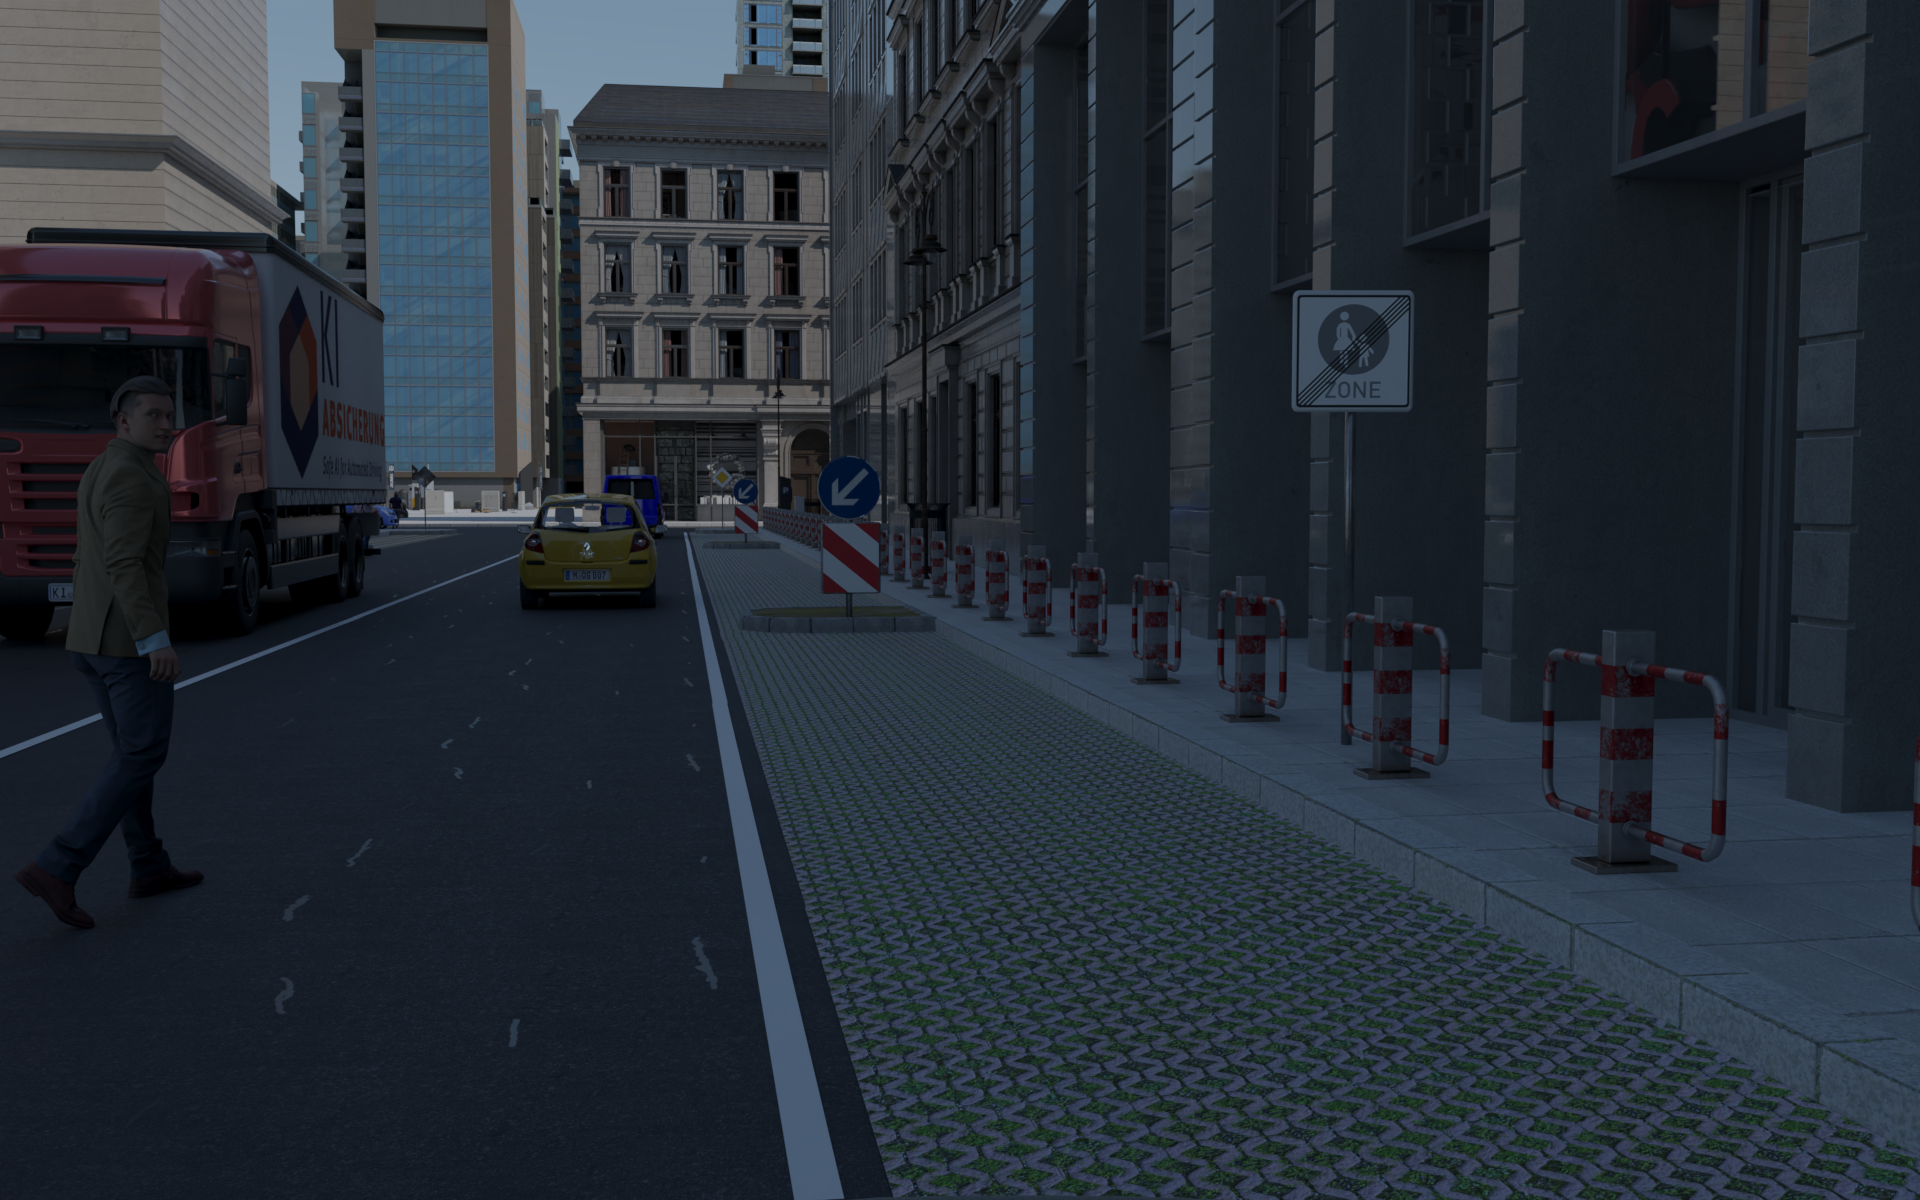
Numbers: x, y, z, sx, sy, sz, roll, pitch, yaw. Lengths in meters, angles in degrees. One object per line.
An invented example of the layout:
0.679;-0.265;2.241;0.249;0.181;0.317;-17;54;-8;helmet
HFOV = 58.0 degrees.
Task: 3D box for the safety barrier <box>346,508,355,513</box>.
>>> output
-19.857;-2.605;56.861;0.300;0.817;1.120;-1;4;-9;safety barrier

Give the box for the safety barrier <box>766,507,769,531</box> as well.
-6.274;-2.696;58.358;0.300;0.817;1.120;-1;4;-9;safety barrier

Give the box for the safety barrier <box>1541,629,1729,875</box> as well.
2.276;0.511;5.915;0.300;0.817;1.120;-1;4;-9;safety barrier

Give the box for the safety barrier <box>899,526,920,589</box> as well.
-0.575;-0.558;23.399;0.300;0.817;1.120;-1;4;-9;safety barrier

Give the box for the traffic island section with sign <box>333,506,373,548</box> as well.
-15.683;-2.100;42.967;1.989;1.847;2.006;-1;4;-9;traffic island section with sign

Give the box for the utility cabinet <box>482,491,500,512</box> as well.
-33.070;-6.931;121.997;1.173;1.500;0.318;0;4;-4;utility cabinet

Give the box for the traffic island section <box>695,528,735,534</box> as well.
-8.673;-2.517;63.436;2.009;0.180;2.903;-1;4;-9;traffic island section

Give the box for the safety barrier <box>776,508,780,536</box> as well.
-5.329;-2.340;52.539;0.300;0.817;1.120;-1;4;-9;safety barrier

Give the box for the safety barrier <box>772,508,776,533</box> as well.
-5.647;-2.459;54.485;0.300;0.817;1.120;-1;4;-9;safety barrier

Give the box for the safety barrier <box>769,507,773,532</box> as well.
-5.962;-2.578;56.421;0.300;0.817;1.120;-1;4;-9;safety barrier

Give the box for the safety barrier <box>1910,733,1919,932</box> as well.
2.592;0.630;3.979;0.300;0.817;1.120;-1;4;-9;safety barrier

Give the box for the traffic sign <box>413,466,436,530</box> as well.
-19.056;-3.550;61.692;0.795;2.450;0.064;-1;4;-9;traffic sign

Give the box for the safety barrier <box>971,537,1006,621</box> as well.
0.375;-0.201;17.567;0.300;0.817;1.120;-1;4;-9;safety barrier

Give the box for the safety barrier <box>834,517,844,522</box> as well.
-2.159;-1.152;33.111;0.300;0.817;1.120;-1;4;-9;safety barrier

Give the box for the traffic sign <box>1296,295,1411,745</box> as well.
1.977;-0.408;8.798;0.606;2.300;0.079;0;4;0;traffic sign

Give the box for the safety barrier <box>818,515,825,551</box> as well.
-2.790;-1.389;36.993;0.300;0.817;1.120;-1;4;-9;safety barrier

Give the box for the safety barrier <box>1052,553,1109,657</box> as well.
1.011;0.036;13.682;0.300;0.817;1.120;-1;4;-9;safety barrier

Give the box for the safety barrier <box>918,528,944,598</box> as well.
-0.264;-0.439;21.459;0.300;0.817;1.120;-1;4;-9;safety barrier

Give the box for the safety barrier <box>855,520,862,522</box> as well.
-1.525;-0.914;29.227;0.300;0.817;1.120;-1;4;-9;safety barrier

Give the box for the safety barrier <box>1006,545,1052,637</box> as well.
0.693;-0.082;15.617;0.300;0.817;1.120;-1;4;-9;safety barrier

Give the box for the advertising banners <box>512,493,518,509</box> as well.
-36.347;-9.015;143.575;2.074;3.025;0.090;2;4;33;advertising banners

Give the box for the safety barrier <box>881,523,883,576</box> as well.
-1.207;-0.796;27.291;0.300;0.817;1.120;-1;4;-9;safety barrier

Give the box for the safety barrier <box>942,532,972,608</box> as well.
0.055;-0.321;19.522;0.300;0.817;1.120;-1;4;-9;safety barrier

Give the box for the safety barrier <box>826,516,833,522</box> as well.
-2.476;-1.271;35.056;0.300;0.817;1.120;-1;4;-9;safety barrier

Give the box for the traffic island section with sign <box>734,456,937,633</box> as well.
-1.370;-0.615;18.689;1.989;1.847;2.006;-1;4;-9;traffic island section with sign

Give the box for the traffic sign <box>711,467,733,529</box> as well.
-8.695;-3.652;63.355;0.795;2.450;0.064;-1;4;-9;traffic sign

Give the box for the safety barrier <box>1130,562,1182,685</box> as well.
1.324;0.155;11.734;0.300;0.817;1.120;-1;4;-9;safety barrier

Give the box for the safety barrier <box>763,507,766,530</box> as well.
-6.591;-2.815;60.294;0.300;0.817;1.120;-1;4;-9;safety barrier

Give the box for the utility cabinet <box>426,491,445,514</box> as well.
-32.793;-6.081;108.096;1.173;1.500;0.318;-1;4;-19;utility cabinet

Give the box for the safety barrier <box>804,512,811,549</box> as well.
-3.426;-1.627;40.877;0.300;0.817;1.120;-1;4;-9;safety barrier

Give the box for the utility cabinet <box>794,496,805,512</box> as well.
-5.045;-2.654;54.553;0.306;1.237;1.020;0;4;-7;utility cabinet

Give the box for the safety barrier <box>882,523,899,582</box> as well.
-0.888;-0.677;25.342;0.300;0.817;1.120;-1;4;-9;safety barrier

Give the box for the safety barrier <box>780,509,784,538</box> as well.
-5.002;-2.220;50.580;0.300;0.817;1.120;-1;4;-9;safety barrier

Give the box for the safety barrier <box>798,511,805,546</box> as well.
-3.742;-1.745;42.813;0.300;0.817;1.120;-1;4;-9;safety barrier

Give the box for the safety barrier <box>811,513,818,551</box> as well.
-3.107;-1.508;38.932;0.300;0.817;1.120;-1;4;-9;safety barrier

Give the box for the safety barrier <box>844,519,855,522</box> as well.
-1.840;-1.033;31.165;0.300;0.817;1.120;-1;4;-9;safety barrier

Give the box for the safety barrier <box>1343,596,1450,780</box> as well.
1.962;0.393;7.851;0.300;0.817;1.120;-1;4;-9;safety barrier

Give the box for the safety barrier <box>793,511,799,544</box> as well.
-4.056;-1.864;44.750;0.300;0.817;1.120;-1;4;-9;safety barrier

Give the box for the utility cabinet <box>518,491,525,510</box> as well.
-34.292;-7.754;135.451;0.318;1.500;1.173;0;4;-3;utility cabinet

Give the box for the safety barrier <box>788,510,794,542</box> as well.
-4.368;-1.982;46.687;0.300;0.817;1.120;-1;4;-9;safety barrier

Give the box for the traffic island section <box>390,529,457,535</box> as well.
-19.078;-2.414;61.750;2.009;0.180;2.903;-1;4;-9;traffic island section

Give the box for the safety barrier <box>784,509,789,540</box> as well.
-4.692;-2.102;48.639;0.300;0.817;1.120;-1;4;-9;safety barrier

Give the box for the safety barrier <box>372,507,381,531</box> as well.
-20.493;-2.843;60.753;0.300;0.817;1.120;-1;4;-9;safety barrier

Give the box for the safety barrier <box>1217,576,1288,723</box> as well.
1.643;0.274;9.799;0.300;0.817;1.120;-1;4;-9;safety barrier
